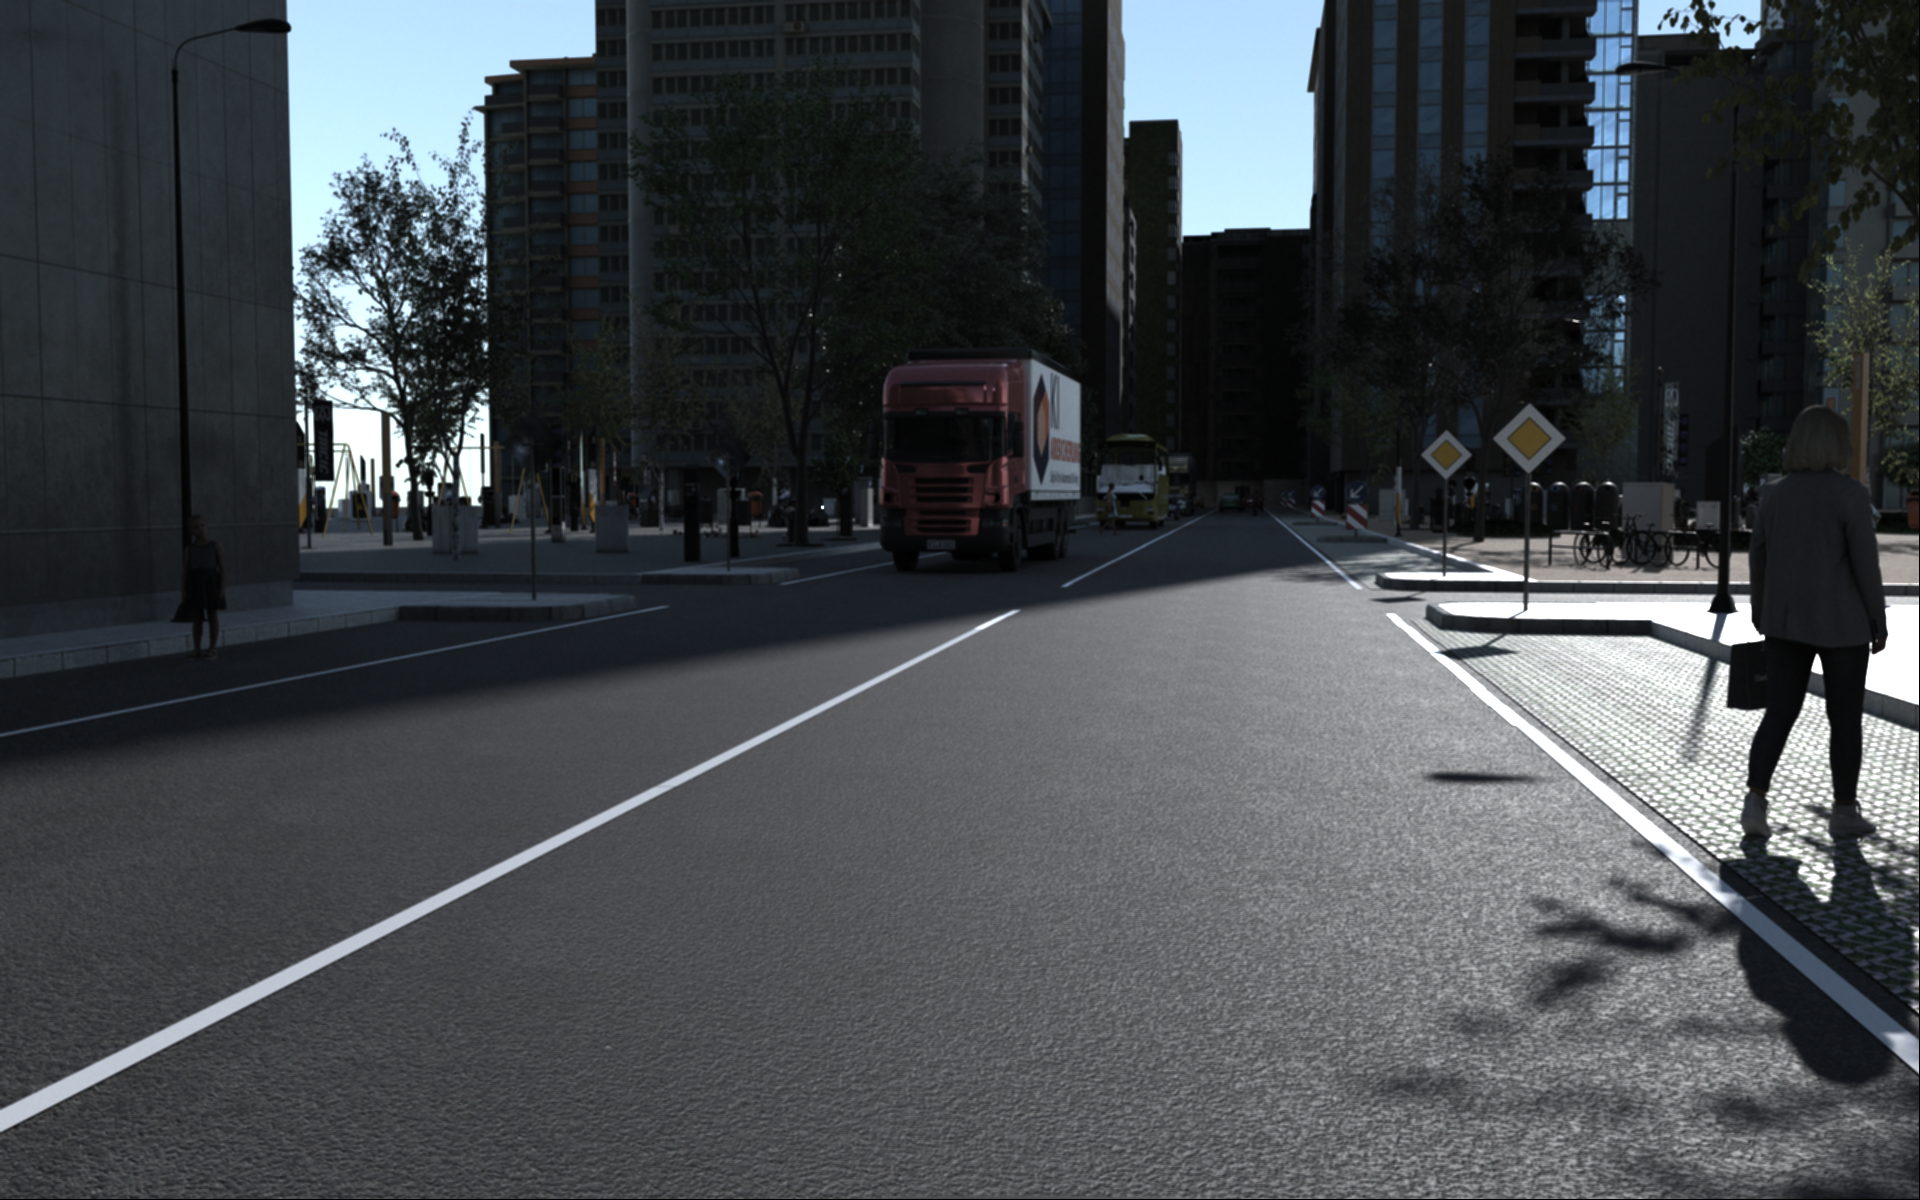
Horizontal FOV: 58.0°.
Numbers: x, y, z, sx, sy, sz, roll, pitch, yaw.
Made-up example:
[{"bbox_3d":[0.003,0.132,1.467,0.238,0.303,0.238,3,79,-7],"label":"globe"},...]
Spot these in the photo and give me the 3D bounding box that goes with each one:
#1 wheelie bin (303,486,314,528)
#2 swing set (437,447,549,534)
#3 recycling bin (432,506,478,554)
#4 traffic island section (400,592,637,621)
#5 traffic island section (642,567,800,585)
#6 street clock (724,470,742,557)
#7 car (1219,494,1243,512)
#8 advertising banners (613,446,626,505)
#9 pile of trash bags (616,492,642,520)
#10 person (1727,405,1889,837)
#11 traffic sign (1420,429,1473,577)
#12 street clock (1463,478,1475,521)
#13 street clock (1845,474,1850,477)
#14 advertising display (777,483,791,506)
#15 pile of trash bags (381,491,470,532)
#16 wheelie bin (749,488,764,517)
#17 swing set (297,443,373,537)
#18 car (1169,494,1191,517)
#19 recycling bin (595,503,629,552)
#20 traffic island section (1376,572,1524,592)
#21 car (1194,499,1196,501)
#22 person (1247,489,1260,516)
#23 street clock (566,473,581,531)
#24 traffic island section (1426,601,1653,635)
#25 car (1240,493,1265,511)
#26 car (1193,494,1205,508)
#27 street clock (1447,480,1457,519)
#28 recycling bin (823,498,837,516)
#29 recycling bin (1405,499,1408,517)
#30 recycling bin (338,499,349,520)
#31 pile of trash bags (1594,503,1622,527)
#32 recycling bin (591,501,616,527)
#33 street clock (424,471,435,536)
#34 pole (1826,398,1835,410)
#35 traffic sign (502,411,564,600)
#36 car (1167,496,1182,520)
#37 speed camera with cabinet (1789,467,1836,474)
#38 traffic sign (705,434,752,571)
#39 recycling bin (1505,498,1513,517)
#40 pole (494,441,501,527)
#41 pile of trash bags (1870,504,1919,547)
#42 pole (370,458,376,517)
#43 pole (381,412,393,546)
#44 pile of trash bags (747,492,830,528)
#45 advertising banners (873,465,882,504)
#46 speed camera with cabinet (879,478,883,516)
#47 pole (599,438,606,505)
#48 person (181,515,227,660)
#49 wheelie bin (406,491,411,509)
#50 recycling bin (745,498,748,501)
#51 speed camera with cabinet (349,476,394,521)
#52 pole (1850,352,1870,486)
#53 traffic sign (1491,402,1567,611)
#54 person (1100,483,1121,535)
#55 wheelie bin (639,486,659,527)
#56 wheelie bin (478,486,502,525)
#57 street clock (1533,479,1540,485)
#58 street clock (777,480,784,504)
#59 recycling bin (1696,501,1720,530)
[{"bbox_3d":[-24.710,-3.491,64.980,0.980,1.594,0.693,-2,4,-28],"label":"wheelie bin"},{"bbox_3d":[-15.655,-3.662,57.489,3.119,2.851,2.862,1,4,14],"label":"swing set"},{"bbox_3d":[-10.975,-1.535,37.646,0.722,1.027,0.722,3,5,39],"label":"recycling bin"},{"bbox_3d":[-5.181,0.079,20.988,2.009,0.180,2.903,1,4,9],"label":"traffic island section"},{"bbox_3d":[-3.874,-0.403,28.866,2.009,0.180,2.903,1,4,9],"label":"traffic island section"},{"bbox_3d":[-4.613,-1.876,35.238,0.358,2.002,0.471,0,4,6],"label":"street clock"},{"bbox_3d":[21.801,-7.985,139.350,1.959,1.807,4.718,1,4,11],"label":"car"},{"bbox_3d":[-12.633,-4.160,64.209,0.090,3.025,2.074,0,4,0],"label":"advertising banners"},{"bbox_3d":[-16.300,-4.706,86.703,1.912,1.369,3.447,-1,4,-17],"label":"pile of trash bags"},{"bbox_3d":[3.504,0.086,7.272,0.728,1.800,0.709,-2,4,-30],"label":"person"},{"bbox_3d":[7.536,-1.422,26.898,0.795,2.450,0.064,1,4,9],"label":"traffic sign"},{"bbox_3d":[22.309,-4.362,75.888,0.471,2.002,0.358,0,4,3],"label":"street clock"},{"bbox_3d":[31.566,-3.479,61.459,0.471,2.002,0.358,-2,4,-33],"label":"street clock"},{"bbox_3d":[-10.746,-6.111,105.126,0.974,1.923,0.123,-2,4,-27],"label":"advertising display"},{"bbox_3d":[-18.455,-3.051,59.638,1.912,1.369,3.447,2,4,30],"label":"pile of trash bags"},{"bbox_3d":[-11.551,-5.500,97.830,0.980,1.594,0.693,1,4,12],"label":"wheelie bin"},{"bbox_3d":[-20.141,-3.426,53.634,3.119,2.851,2.862,1,4,11],"label":"swing set"},{"bbox_3d":[13.750,-6.050,110.722,2.131,1.459,4.920,1,4,11],"label":"car"},{"bbox_3d":[-7.733,-1.585,38.462,0.722,1.027,0.722,-1,4,-12],"label":"recycling bin"},{"bbox_3d":[7.561,-0.287,26.972,2.009,0.180,2.903,1,4,9],"label":"traffic island section"},{"bbox_3d":[17.605,-7.630,137.113,2.083,1.381,4.827,1,4,9],"label":"car"},{"bbox_3d":[19.480,-6.451,114.701,0.721,1.743,1.217,-2,4,-31],"label":"person"},{"bbox_3d":[-13.358,-3.387,59.948,0.471,2.002,0.358,2,4,29],"label":"street clock"},{"bbox_3d":[6.254,0.195,19.094,2.009,0.180,2.903,1,4,9],"label":"traffic island section"},{"bbox_3d":[25.056,-8.515,148.262,2.155,1.783,4.494,1,4,10],"label":"car"},{"bbox_3d":[23.943,-10.153,176.225,2.015,1.641,3.980,1,4,10],"label":"car"},{"bbox_3d":[25.289,-5.174,89.159,0.471,2.002,0.358,-1,4,-17],"label":"street clock"},{"bbox_3d":[-7.699,-5.525,102.882,0.722,1.027,0.722,1,4,11],"label":"recycling bin"},{"bbox_3d":[24.346,-5.098,95.906,0.722,1.027,0.722,-1,4,-9],"label":"recycling bin"},{"bbox_3d":[-30.829,-4.562,87.146,0.722,1.027,0.722,-3,4,-36],"label":"recycling bin"},{"bbox_3d":[25.629,-3.548,67.761,3.447,1.369,1.912,-2,4,-32],"label":"pile of trash bags"},{"bbox_3d":[-13.768,-3.328,66.969,0.722,1.027,0.722,2,4,25],"label":"recycling bin"},{"bbox_3d":[-16.361,-2.989,53.444,0.358,2.002,0.471,-1,4,-12],"label":"street clock"},{"bbox_3d":[18.529,-2.637,36.951,0.158,3.312,0.155,0,3,0],"label":"pole"},{"bbox_3d":[-5.156,-1.057,20.922,0.795,2.450,0.064,1,4,9],"label":"traffic sign"},{"bbox_3d":[11.255,-5.078,95.604,1.945,1.354,3.894,1,4,8],"label":"car"},{"bbox_3d":[34.019,-4.568,69.019,0.660,3.252,2.038,-2,4,-24],"label":"speed camera with cabinet"},{"bbox_3d":[-3.850,-1.539,28.800,0.795,2.450,0.064,1,4,9],"label":"traffic sign"},{"bbox_3d":[31.625,-5.280,98.883,0.722,1.027,0.722,-3,4,-39],"label":"recycling bin"},{"bbox_3d":[-17.797,-4.450,66.595,0.158,3.312,0.155,0,3,0],"label":"pole"},{"bbox_3d":[22.320,-2.028,42.908,1.912,1.369,3.447,-3,4,-36],"label":"pile of trash bags"},{"bbox_3d":[-33.551,-6.431,98.989,0.158,3.312,0.155,0,3,0],"label":"pole"},{"bbox_3d":[-14.290,-3.017,43.176,0.158,3.312,0.155,0,3,0],"label":"pole"},{"bbox_3d":[-6.838,-3.523,67.352,1.912,1.369,3.447,3,5,44],"label":"pile of trash bags"},{"bbox_3d":[-5.196,-6.572,103.642,2.074,3.025,0.090,3,5,42],"label":"advertising banners"},{"bbox_3d":[-3.696,-6.249,96.499,0.660,3.252,2.038,-3,5,-40],"label":"speed camera with cabinet"},{"bbox_3d":[-13.016,-4.231,63.024,0.158,3.312,0.155,0,3,0],"label":"pole"},{"bbox_3d":[-6.572,-0.115,15.055,0.362,1.253,0.373,0,4,-4],"label":"person"},{"bbox_3d":[-33.805,-6.061,107.011,0.693,1.594,0.980,-2,4,-35],"label":"wheelie bin"},{"bbox_3d":[-12.819,-5.619,104.429,0.722,1.027,0.722,0,4,3],"label":"recycling bin"},{"bbox_3d":[-28.065,-5.398,82.589,2.038,3.252,0.660,-1,4,-22],"label":"speed camera with cabinet"},{"bbox_3d":[13.006,-1.911,25.080,0.158,3.312,0.155,0,3,0],"label":"pole"},{"bbox_3d":[6.230,-0.941,19.020,0.795,2.450,0.064,1,4,9],"label":"traffic sign"},{"bbox_3d":[5.208,-3.158,60.232,0.778,1.811,0.616,2,4,23],"label":"person"},{"bbox_3d":[-12.066,-3.643,67.475,0.693,1.594,0.980,-3,5,-45],"label":"wheelie bin"},{"bbox_3d":[-19.397,-3.891,71.528,0.980,1.594,0.693,-2,4,-23],"label":"wheelie bin"},{"bbox_3d":[26.985,-4.681,81.106,0.358,2.002,0.471,2,4,30],"label":"street clock"},{"bbox_3d":[-9.365,-5.191,89.442,0.471,2.002,0.358,2,4,27],"label":"street clock"},{"bbox_3d":[26.151,-2.937,60.572,0.722,1.027,0.722,1,4,20],"label":"recycling bin"}]
